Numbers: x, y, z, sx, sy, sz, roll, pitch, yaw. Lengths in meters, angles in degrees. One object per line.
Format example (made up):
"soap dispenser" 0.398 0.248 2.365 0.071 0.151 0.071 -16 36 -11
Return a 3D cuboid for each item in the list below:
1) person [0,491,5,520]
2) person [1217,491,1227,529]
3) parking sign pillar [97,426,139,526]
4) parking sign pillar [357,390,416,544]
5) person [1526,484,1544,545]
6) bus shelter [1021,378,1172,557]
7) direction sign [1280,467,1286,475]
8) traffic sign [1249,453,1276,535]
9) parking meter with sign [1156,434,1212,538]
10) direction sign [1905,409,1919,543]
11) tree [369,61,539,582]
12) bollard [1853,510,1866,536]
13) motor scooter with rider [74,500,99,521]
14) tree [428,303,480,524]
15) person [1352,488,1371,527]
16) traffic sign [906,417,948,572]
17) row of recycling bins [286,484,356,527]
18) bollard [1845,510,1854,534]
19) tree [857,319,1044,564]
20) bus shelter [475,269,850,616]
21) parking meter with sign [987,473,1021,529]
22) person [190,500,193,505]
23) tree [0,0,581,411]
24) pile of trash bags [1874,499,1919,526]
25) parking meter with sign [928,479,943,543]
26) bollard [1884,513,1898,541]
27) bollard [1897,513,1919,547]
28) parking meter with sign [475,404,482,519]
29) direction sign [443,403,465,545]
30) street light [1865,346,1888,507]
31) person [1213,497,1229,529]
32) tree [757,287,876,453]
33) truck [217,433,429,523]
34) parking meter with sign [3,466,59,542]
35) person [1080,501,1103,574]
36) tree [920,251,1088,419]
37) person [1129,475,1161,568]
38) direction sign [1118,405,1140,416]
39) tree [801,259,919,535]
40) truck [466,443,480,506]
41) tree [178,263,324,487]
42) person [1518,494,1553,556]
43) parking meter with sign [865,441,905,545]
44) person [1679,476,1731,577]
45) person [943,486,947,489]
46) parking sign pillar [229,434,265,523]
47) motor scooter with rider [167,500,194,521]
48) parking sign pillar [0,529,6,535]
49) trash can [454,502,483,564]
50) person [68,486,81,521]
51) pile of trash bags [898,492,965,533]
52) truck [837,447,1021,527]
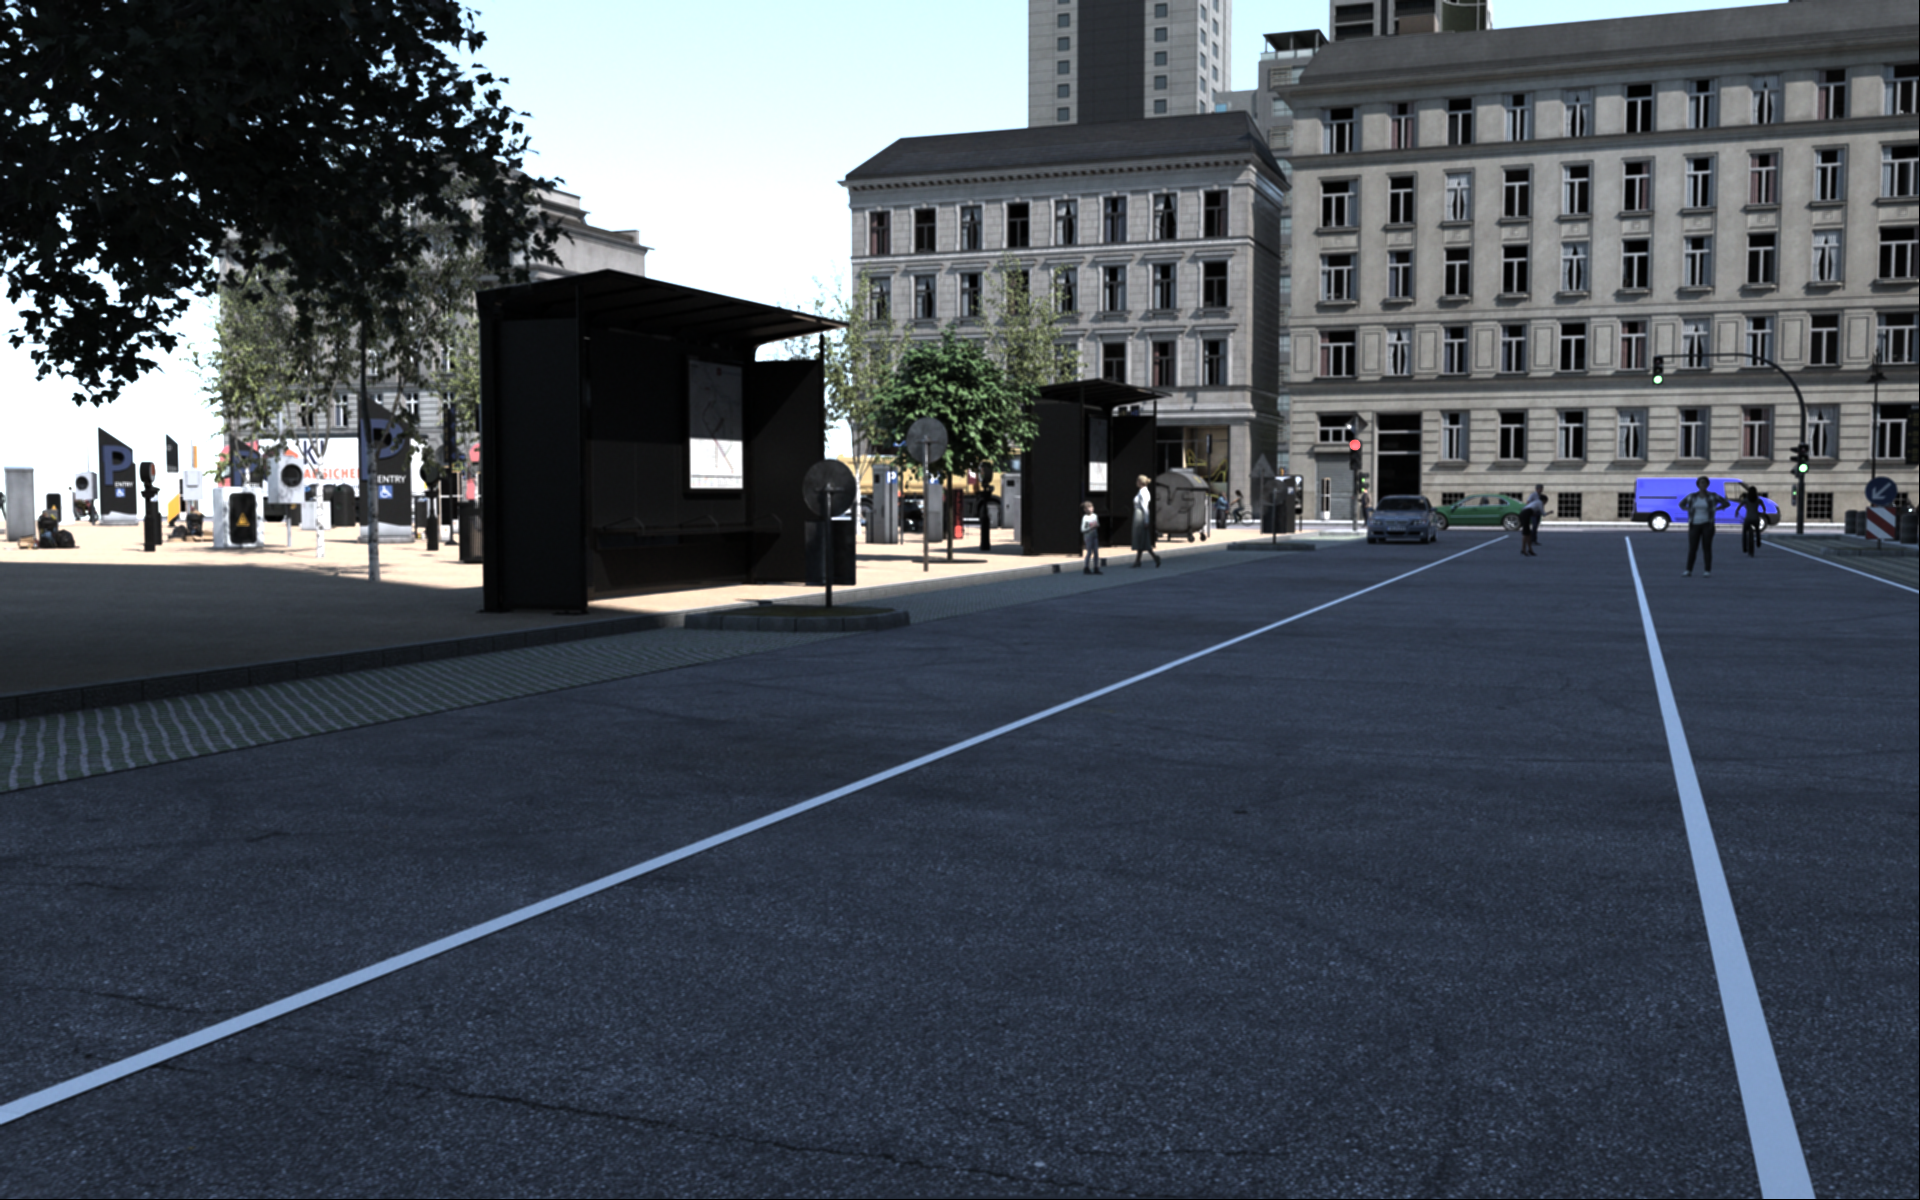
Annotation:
"person" -51.355 -5.182 92.581 0.648 1.900 0.474 -2 4 -28
"person" 9.749 -3.277 64.299 0.429 1.552 0.499 3 4 36
"parking sign pillar" -33.768 -4.952 69.437 1.447 3.967 1.447 3 5 45
"parking sign pillar" -14.931 -3.455 44.962 1.447 3.967 1.447 -1 4 -18
"person" 16.260 -2.405 48.752 0.756 1.711 0.436 -2 4 -28
"bus shelter" 3.103 -2.877 38.316 1.731 3.624 6.357 1 4 21
"direction sign" 26.864 -9.315 144.297 0.379 3.537 0.876 3 5 43
"traffic sign" 9.521 -3.341 54.626 0.884 2.594 0.081 2 4 25
"parking meter with sign" 6.459 -3.329 50.682 1.738 3.016 0.543 0 4 2
"direction sign" 25.503 -3.295 45.869 0.379 3.537 0.876 -3 5 -43
"tree" -8.363 -4.577 25.195 4.360 8.622 3.978 0 3 0
"bollard" 27.622 -2.337 52.923 0.404 0.777 0.398 0 3 0
"motor scooter with rider" -46.765 -5.105 92.432 1.986 1.779 0.876 1 4 22
"tree" -17.416 -6.865 62.613 4.737 8.622 4.395 0 3 0
"person" 17.277 -4.004 74.495 0.750 1.759 0.617 0 4 2
"traffic sign" -0.563 -1.741 28.577 0.768 2.556 0.104 2 4 26
"row of recycling bins" -25.407 -3.775 68.829 3.534 1.692 1.069 2 4 29
"bollard" 28.662 -2.504 55.650 0.404 0.777 0.398 0 3 0
"tree" -0.260 -2.987 32.557 4.285 4.588 4.351 0 3 0
"bus shelter" -3.395 -1.837 21.321 1.731 3.624 6.357 1 4 21
"parking meter with sign" 1.850 -4.114 63.525 1.738 3.016 0.543 -1 4 -15
"person" -43.900 -5.514 98.825 0.661 1.801 0.590 2 4 33
"tree" -7.490 -5.807 11.947 9.611 12.733 9.660 0 3 0
"pile of trash bags" 38.909 -3.802 71.921 1.912 1.369 3.447 0 4 -4
"parking meter with sign" -0.695 -3.053 46.175 0.543 3.016 1.738 0 4 0
"bollard" 25.553 -2.002 47.456 0.404 0.777 0.398 0 3 0
"bollard" 24.515 -1.835 44.717 0.404 0.777 0.398 0 3 0
"parking meter with sign" -8.465 -2.288 33.677 1.738 3.016 0.543 0 4 -1
"direction sign" -12.735 -3.137 43.288 0.379 3.537 0.876 -2 4 -35
"street light" 28.636 -4.981 54.231 0.468 5.910 1.993 1 4 21
"person" 9.847 -3.341 65.825 0.600 1.496 0.574 -3 4 -39
"tree" -5.418 -6.842 62.230 4.360 8.622 3.978 0 3 0
"truck" -30.534 -5.694 82.010 11.283 4.237 2.839 1 4 21
"parking meter with sign" -25.196 -3.068 46.426 1.738 3.016 0.543 -3 4 -37
"person" 2.348 -1.097 30.720 0.394 1.301 0.425 2 4 35
"tree" 2.026 -6.217 52.011 4.737 8.622 4.395 0 3 0
"person" 3.583 -1.514 33.474 0.641 1.798 0.478 1 4 22
"direction sign" 4.339 -3.217 44.596 0.379 3.537 0.876 -2 4 -31
"tree" -3.043 -6.369 54.502 4.737 8.622 4.395 0 3 0
"truck" -17.855 -5.518 79.133 11.283 4.237 2.839 1 4 21
"tree" -20.873 -6.142 50.790 4.737 8.622 4.395 0 3 0
"person" 13.354 -1.747 40.249 0.628 1.438 0.799 3 4 38
"parking meter with sign" -1.898 -2.948 44.455 0.543 3.016 1.738 -2 4 -31
"person" 12.852 -1.271 30.001 0.841 1.734 0.376 3 4 38
"person" -0.514 -3.665 69.116 0.600 1.739 0.565 0 4 2
"parking sign pillar" -31.903 -5.441 77.437 1.447 3.967 1.447 -2 4 -34
"motor scooter with rider" -39.354 -4.809 87.586 1.986 1.779 0.876 1 4 22
"parking sign pillar" -31.054 -4.054 54.747 1.447 3.967 1.447 1 4 19
"trash can" -8.908 -1.237 31.872 0.748 1.137 0.748 0 3 0
"person" -44.848 -4.834 87.499 0.822 1.834 0.622 2 4 35
"pile of trash bags" -1.380 -3.010 58.966 1.912 1.369 3.447 -3 4 -37
"truck" -0.232 -4.669 72.256 9.791 3.379 3.469 1 4 22
